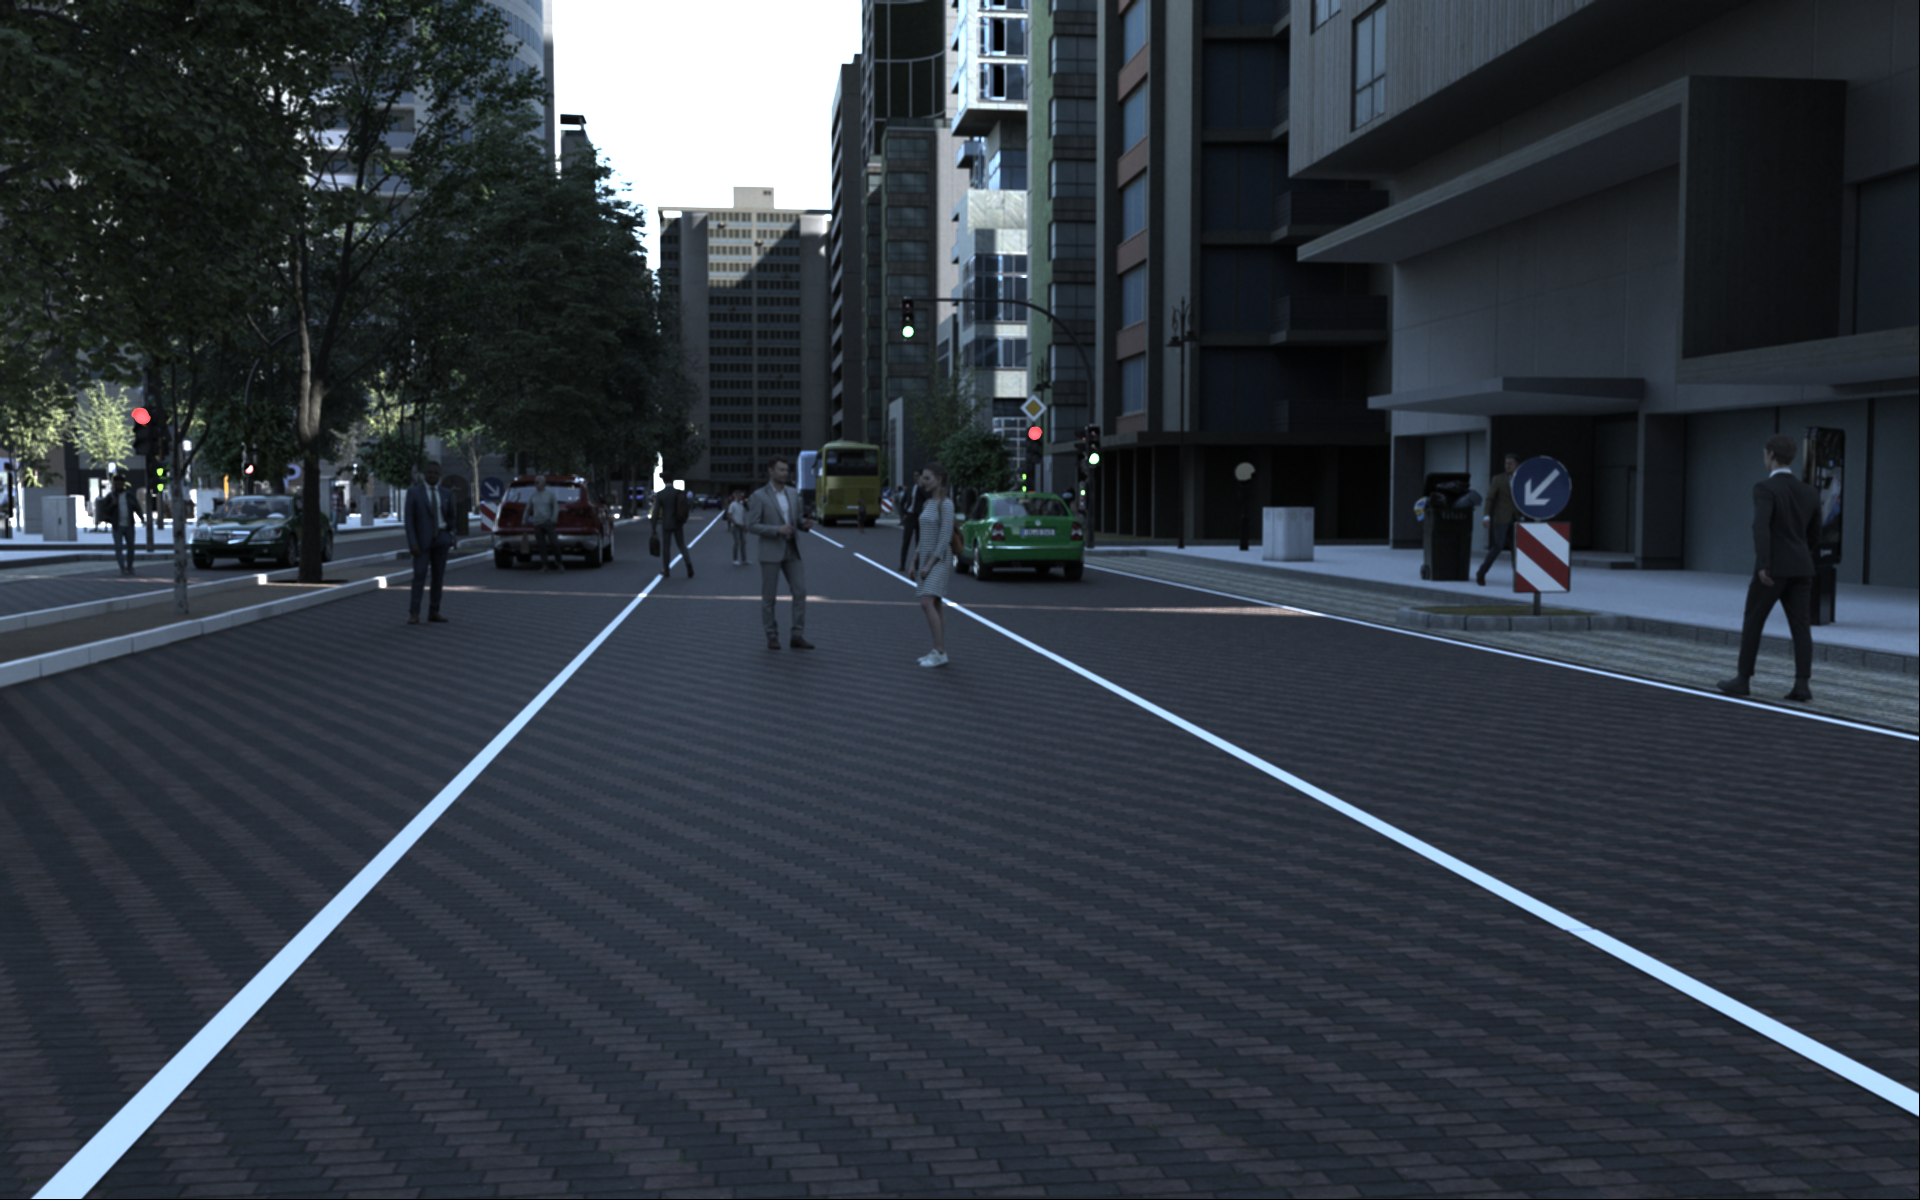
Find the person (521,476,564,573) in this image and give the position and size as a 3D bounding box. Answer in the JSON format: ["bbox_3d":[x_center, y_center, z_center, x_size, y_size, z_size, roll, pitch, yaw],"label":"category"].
[{"bbox_3d":[-7.649,-1.380,31.551,0.782,1.767,0.515,1,4,9],"label":"person"}]

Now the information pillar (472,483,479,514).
[{"bbox_3d":[-31.855,-6.689,113.861,0.304,2.012,0.304,1,4,14],"label":"information pillar"}]

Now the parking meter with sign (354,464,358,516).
[{"bbox_3d":[-36.079,-6.416,101.161,1.738,3.016,0.543,-3,4,-37],"label":"parking meter with sign"}]

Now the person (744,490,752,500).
[{"bbox_3d":[-19.668,-9.429,162.808,1.348,1.807,0.705,1,4,22],"label":"person"}]

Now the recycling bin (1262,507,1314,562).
[{"bbox_3d":[6.295,-1.264,33.222,0.722,1.027,0.722,-2,4,-29],"label":"recycling bin"}]

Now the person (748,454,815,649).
[{"bbox_3d":[-1.621,-0.447,16.003,0.606,1.804,0.583,-3,5,-45],"label":"person"}]

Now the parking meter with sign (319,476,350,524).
[{"bbox_3d":[-27.273,-4.785,74.497,1.738,3.016,0.543,1,4,13],"label":"parking meter with sign"}]

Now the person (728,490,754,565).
[{"bbox_3d":[-4.469,-1.468,35.098,0.523,1.515,0.503,0,4,3],"label":"person"}]

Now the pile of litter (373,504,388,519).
[{"bbox_3d":[-30.785,-4.742,91.492,1.176,0.858,1.719,0,4,0],"label":"pile of litter"}]

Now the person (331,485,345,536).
[{"bbox_3d":[-20.935,-2.978,58.034,0.643,1.720,0.563,-2,4,-29],"label":"person"}]

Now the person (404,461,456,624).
[{"bbox_3d":[-5.953,-0.656,19.402,0.419,1.800,0.721,3,5,42],"label":"person"}]

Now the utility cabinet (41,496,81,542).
[{"bbox_3d":[-24.499,-2.199,47.108,1.020,1.237,0.306,2,4,25],"label":"utility cabinet"}]

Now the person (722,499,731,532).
[{"bbox_3d":[-8.884,-3.237,66.100,0.373,1.253,0.362,0,3,0],"label":"person"}]

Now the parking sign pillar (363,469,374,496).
[{"bbox_3d":[-39.343,-7.743,115.067,1.447,3.967,1.447,-2,4,-30],"label":"parking sign pillar"}]

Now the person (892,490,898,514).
[{"bbox_3d":[-4.107,-6.275,111.231,0.523,1.515,0.503,1,4,16],"label":"person"}]

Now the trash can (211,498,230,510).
[{"bbox_3d":[-25.918,-3.014,60.930,0.748,1.137,0.748,0,3,0],"label":"trash can"}]

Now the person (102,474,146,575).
[{"bbox_3d":[-14.894,-1.343,30.800,0.721,1.781,0.623,3,4,39],"label":"person"}]

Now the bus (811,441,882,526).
[{"bbox_3d":[-5.283,-5.410,80.005,2.896,3.916,12.252,0,4,-6],"label":"bus"}]

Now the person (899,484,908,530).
[{"bbox_3d":[-2.097,-3.718,69.308,0.660,1.820,0.620,0,4,1],"label":"person"}]

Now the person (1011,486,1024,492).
[{"bbox_3d":[2.217,-3.493,63.400,0.529,1.795,0.600,-2,4,-26],"label":"person"}]

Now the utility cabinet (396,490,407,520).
[{"bbox_3d":[-27.539,-4.722,85.887,1.173,1.500,0.318,3,5,43],"label":"utility cabinet"}]

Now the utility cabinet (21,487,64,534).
[{"bbox_3d":[-29.263,-2.850,55.284,1.173,1.500,0.318,-3,5,-41],"label":"utility cabinet"}]

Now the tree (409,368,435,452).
[{"bbox_3d":[-31.437,-8.930,96.375,4.737,8.622,4.395,0,3,0],"label":"tree"}]

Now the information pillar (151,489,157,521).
[{"bbox_3d":[-38.152,-4.742,82.030,0.304,2.012,0.304,-2,4,-29],"label":"information pillar"}]

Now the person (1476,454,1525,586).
[{"bbox_3d":[7.549,-1.106,24.031,0.836,1.842,0.656,3,5,43],"label":"person"}]

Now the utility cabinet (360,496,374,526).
[{"bbox_3d":[-23.767,-3.564,69.440,0.306,1.237,1.020,0,4,-6],"label":"utility cabinet"}]

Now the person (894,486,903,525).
[{"bbox_3d":[-2.771,-4.318,79.272,0.466,1.800,0.511,0,4,5],"label":"person"}]

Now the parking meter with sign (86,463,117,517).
[{"bbox_3d":[-47.685,-6.112,96.192,0.543,3.016,1.738,1,4,20],"label":"parking meter with sign"}]

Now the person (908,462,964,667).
[{"bbox_3d":[-0.207,-0.312,14.612,0.522,1.701,0.512,-2,4,-30],"label":"person"}]

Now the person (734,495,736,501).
[{"bbox_3d":[-18.660,-8.339,145.514,0.551,1.740,0.621,-3,4,-37],"label":"person"}]

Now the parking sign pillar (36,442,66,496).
[{"bbox_3d":[-46.990,-6.183,89.558,1.447,3.967,1.447,-1,4,-20],"label":"parking sign pillar"}]

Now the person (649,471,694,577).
[{"bbox_3d":[-4.984,-1.312,29.920,0.622,1.834,0.822,-3,4,-37],"label":"person"}]

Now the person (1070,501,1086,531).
[{"bbox_3d":[2.216,-1.259,33.357,0.475,1.303,0.640,-2,4,-25],"label":"person"}]

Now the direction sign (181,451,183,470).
[{"bbox_3d":[-40.869,-6.063,91.132,0.379,3.537,0.876,-3,5,-39],"label":"direction sign"}]

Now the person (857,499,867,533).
[{"bbox_3d":[-3.581,-3.076,63.458,0.362,1.253,0.373,-2,4,-26],"label":"person"}]

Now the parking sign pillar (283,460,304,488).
[{"bbox_3d":[-43.356,-7.590,112.566,1.447,3.967,1.447,-1,4,-15],"label":"parking sign pillar"}]

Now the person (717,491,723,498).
[{"bbox_3d":[-26.179,-10.958,188.188,1.217,1.766,0.721,2,4,27],"label":"person"}]

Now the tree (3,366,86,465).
[{"bbox_3d":[-52.268,-9.085,98.906,4.360,8.622,3.978,0,3,0],"label":"tree"}]

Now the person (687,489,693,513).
[{"bbox_3d":[-20.650,-7.549,131.799,0.599,1.838,0.709,3,4,38],"label":"person"}]

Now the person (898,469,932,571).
[{"bbox_3d":[-0.834,-1.504,32.452,0.648,1.900,0.474,0,4,-3],"label":"person"}]

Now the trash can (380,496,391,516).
[{"bbox_3d":[-33.984,-5.551,102.417,0.748,1.137,0.748,0,3,0],"label":"trash can"}]

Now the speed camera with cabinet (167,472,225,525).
[{"bbox_3d":[-30.580,-4.589,69.360,2.038,3.252,0.660,0,4,-5],"label":"speed camera with cabinet"}]

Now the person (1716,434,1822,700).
[{"bbox_3d":[5.659,-0.233,12.087,0.659,1.850,0.755,-1,4,-14],"label":"person"}]

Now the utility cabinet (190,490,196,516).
[{"bbox_3d":[-43.215,-5.476,98.211,0.318,1.500,1.173,1,4,18],"label":"utility cabinet"}]

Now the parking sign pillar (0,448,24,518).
[{"bbox_3d":[-51.275,-6.418,93.414,1.447,3.967,1.447,-3,5,-39],"label":"parking sign pillar"}]

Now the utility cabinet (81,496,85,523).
[{"bbox_3d":[-38.607,-3.952,75.769,0.306,1.237,1.020,-1,4,-11],"label":"utility cabinet"}]
